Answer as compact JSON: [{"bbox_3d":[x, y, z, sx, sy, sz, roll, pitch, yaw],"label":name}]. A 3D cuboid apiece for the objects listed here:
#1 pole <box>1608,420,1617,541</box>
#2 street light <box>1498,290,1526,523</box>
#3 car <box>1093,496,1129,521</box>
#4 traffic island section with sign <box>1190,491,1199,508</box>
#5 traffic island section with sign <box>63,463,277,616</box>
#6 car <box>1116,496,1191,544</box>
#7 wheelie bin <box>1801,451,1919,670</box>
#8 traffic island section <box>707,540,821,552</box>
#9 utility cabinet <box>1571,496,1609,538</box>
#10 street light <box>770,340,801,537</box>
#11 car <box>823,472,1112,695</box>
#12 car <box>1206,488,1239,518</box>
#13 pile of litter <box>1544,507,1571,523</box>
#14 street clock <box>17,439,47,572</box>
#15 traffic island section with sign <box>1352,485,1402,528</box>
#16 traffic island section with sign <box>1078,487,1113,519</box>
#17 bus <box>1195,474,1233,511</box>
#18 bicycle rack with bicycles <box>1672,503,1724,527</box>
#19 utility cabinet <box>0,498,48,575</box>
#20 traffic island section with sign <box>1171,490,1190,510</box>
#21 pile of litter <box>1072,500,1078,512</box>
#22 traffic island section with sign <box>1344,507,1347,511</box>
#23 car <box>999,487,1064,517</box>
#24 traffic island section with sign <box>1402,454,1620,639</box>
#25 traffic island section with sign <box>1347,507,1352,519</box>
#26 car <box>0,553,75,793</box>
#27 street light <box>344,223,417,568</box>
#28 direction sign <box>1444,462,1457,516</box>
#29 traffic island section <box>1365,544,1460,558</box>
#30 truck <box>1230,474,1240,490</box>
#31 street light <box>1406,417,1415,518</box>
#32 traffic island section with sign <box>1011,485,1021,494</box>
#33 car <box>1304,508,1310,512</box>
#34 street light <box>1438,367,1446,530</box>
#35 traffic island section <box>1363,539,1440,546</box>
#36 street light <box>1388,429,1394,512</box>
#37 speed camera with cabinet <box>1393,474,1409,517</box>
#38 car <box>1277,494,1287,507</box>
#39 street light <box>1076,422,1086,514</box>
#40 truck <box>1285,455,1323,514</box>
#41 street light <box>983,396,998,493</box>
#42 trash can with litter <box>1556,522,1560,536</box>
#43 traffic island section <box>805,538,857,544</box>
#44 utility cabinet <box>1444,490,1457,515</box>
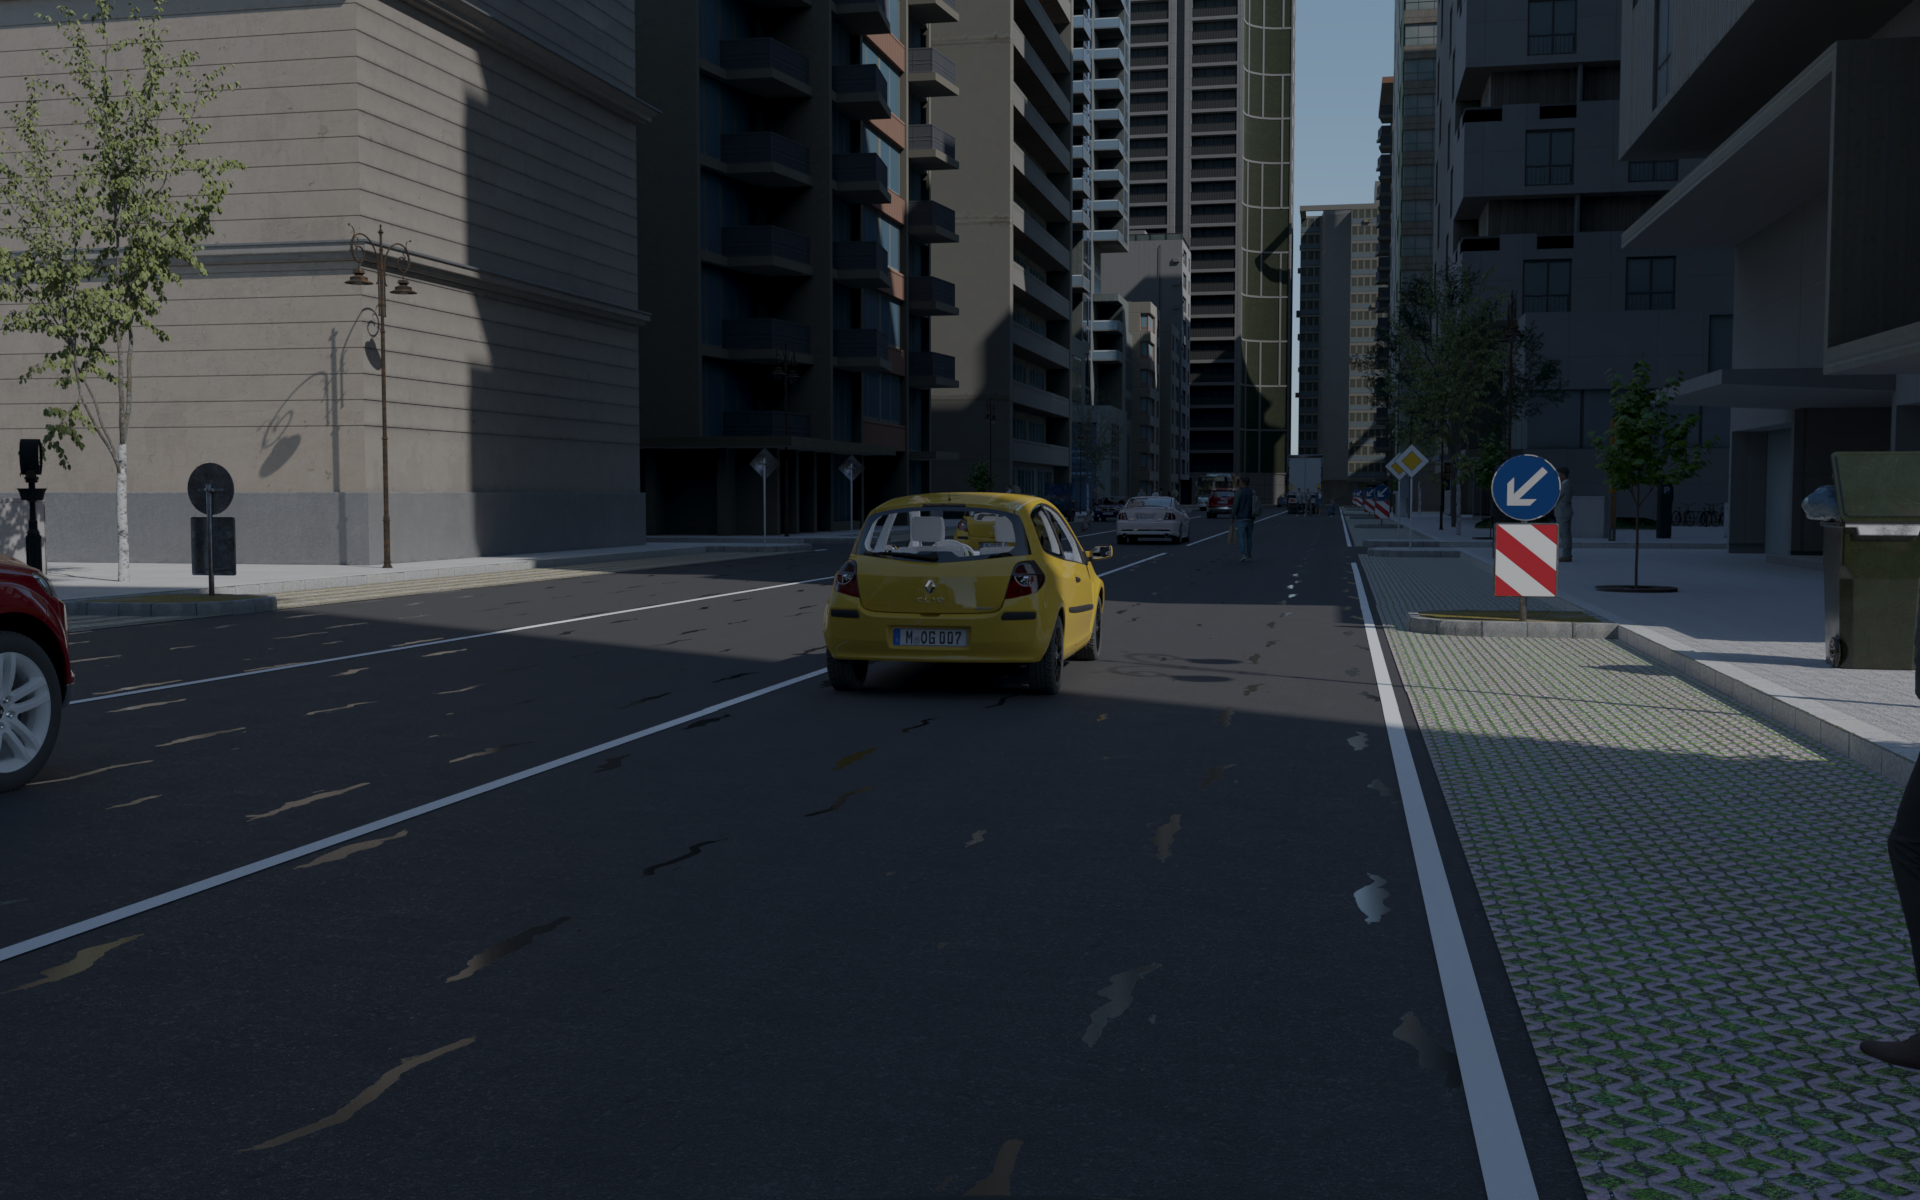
[{"bbox_3d":[17.814,-3.266,47.240,0.158,3.312,0.155,0,3,0],"label":"pole"},{"bbox_3d":[12.510,-4.075,39.407,0.468,5.910,1.993,1,4,12],"label":"street light"},{"bbox_3d":[8.113,-4.830,91.557,1.945,1.354,3.894,1,4,13],"label":"car"},{"bbox_3d":[24.562,-10.347,177.805,1.989,1.847,2.006,1,4,12],"label":"traffic island section with sign"},{"bbox_3d":[-9.511,-0.765,21.131,1.989,1.847,2.006,1,4,12],"label":"traffic island section with sign"},{"bbox_3d":[5.702,-2.354,50.854,2.083,1.381,4.827,1,4,12],"label":"car"},{"bbox_3d":[6.754,-0.302,12.842,0.980,1.594,0.693,1,4,14],"label":"wheelie bin"},{"bbox_3d":[-4.951,-1.309,43.680,2.009,0.180,2.903,1,4,12],"label":"traffic island section"},{"bbox_3d":[18.383,-2.408,50.539,0.306,1.237,1.020,-3,5,-44],"label":"utility cabinet"},{"bbox_3d":[-5.220,-4.846,52.025,0.468,5.910,1.993,1,4,12],"label":"street light"},{"bbox_3d":[0.160,-0.226,13.921,2.015,1.641,3.980,1,4,11],"label":"car"},{"bbox_3d":[15.890,-5.787,103.292,2.281,1.827,5.304,1,4,14],"label":"car"},{"bbox_3d":[20.070,-2.741,58.783,1.719,0.858,1.176,2,4,28],"label":"pile of litter"},{"bbox_3d":[-12.182,-1.112,22.754,0.358,2.002,0.471,-1,4,-22],"label":"street clock"},{"bbox_3d":[17.606,-3.923,72.774,1.989,1.847,2.006,1,4,12],"label":"traffic island section with sign"},{"bbox_3d":[8.047,-5.700,101.822,1.989,1.847,2.006,1,4,12],"label":"traffic island section with sign"},{"bbox_3d":[22.376,-9.584,151.556,2.948,3.499,13.247,1,4,11],"label":"bus"},{"bbox_3d":[29.577,-3.325,67.751,2.852,0.926,2.925,0,4,-3],"label":"bicycle rack with bicycles"},{"bbox_3d":[-15.017,-0.991,27.369,1.020,1.237,0.306,-2,4,-27],"label":"utility cabinet"},{"bbox_3d":[18.786,-8.724,151.269,1.989,1.847,2.006,1,4,12],"label":"traffic island section with sign"},{"bbox_3d":[7.728,-6.591,121.725,1.176,0.858,1.719,-1,4,-23],"label":"pile of litter"},{"bbox_3d":[33.918,-8.511,147.782,1.989,1.847,2.006,1,4,12],"label":"traffic island section with sign"},{"bbox_3d":[1.022,-1.518,35.036,2.015,1.641,3.980,1,4,11],"label":"car"},{"bbox_3d":[5.716,-0.580,18.106,1.989,1.847,2.006,1,4,12],"label":"traffic island section with sign"},{"bbox_3d":[23.331,-5.534,99.116,1.989,1.847,2.006,1,4,12],"label":"traffic island section with sign"},{"bbox_3d":[-5.840,0.112,6.848,2.281,1.827,5.304,1,4,11],"label":"car"},{"bbox_3d":[-9.925,-3.489,29.841,0.468,5.910,1.993,1,4,12],"label":"street light"},{"bbox_3d":[28.724,-6.680,101.219,0.876,3.537,0.379,1,4,16],"label":"direction sign"},{"bbox_3d":[10.529,-1.103,40.321,2.009,0.180,2.903,1,4,12],"label":"traffic island section"},{"bbox_3d":[25.643,-10.550,168.419,3.469,3.379,9.791,1,4,12],"label":"truck"},{"bbox_3d":[23.743,-7.248,91.293,0.468,5.910,1.993,1,4,12],"label":"street light"},{"bbox_3d":[2.310,-4.087,75.455,1.989,1.847,2.006,1,4,12],"label":"traffic island section with sign"},{"bbox_3d":[27.216,-7.888,138.009,2.155,1.783,4.494,1,4,14],"label":"car"},{"bbox_3d":[17.255,-5.453,61.937,0.468,5.910,1.993,1,4,12],"label":"street light"},{"bbox_3d":[12.226,-1.581,48.124,2.009,0.180,2.903,1,4,12],"label":"traffic island section"},{"bbox_3d":[30.040,-9.046,120.690,0.468,5.910,1.993,1,4,12],"label":"street light"},{"bbox_3d":[24.852,-6.306,97.430,0.660,3.252,2.038,0,4,3],"label":"speed camera with cabinet"},{"bbox_3d":[35.594,-10.831,189.084,2.014,1.417,4.499,1,4,14],"label":"car"},{"bbox_3d":[7.754,-8.483,111.482,0.468,5.910,1.993,1,4,12],"label":"street light"},{"bbox_3d":[25.579,-8.548,128.677,2.839,4.237,11.283,1,4,11],"label":"truck"},{"bbox_3d":[1.446,-6.685,82.086,0.468,5.910,1.993,1,4,12],"label":"street light"},{"bbox_3d":[17.990,-2.550,52.748,2.233,1.210,1.678,-2,4,-24],"label":"trash can with litter"},{"bbox_3d":[-3.254,-1.786,51.483,2.009,0.180,2.903,1,4,12],"label":"traffic island section"},{"bbox_3d":[29.191,-5.761,102.870,0.318,1.500,1.173,-1,4,-13],"label":"utility cabinet"}]
